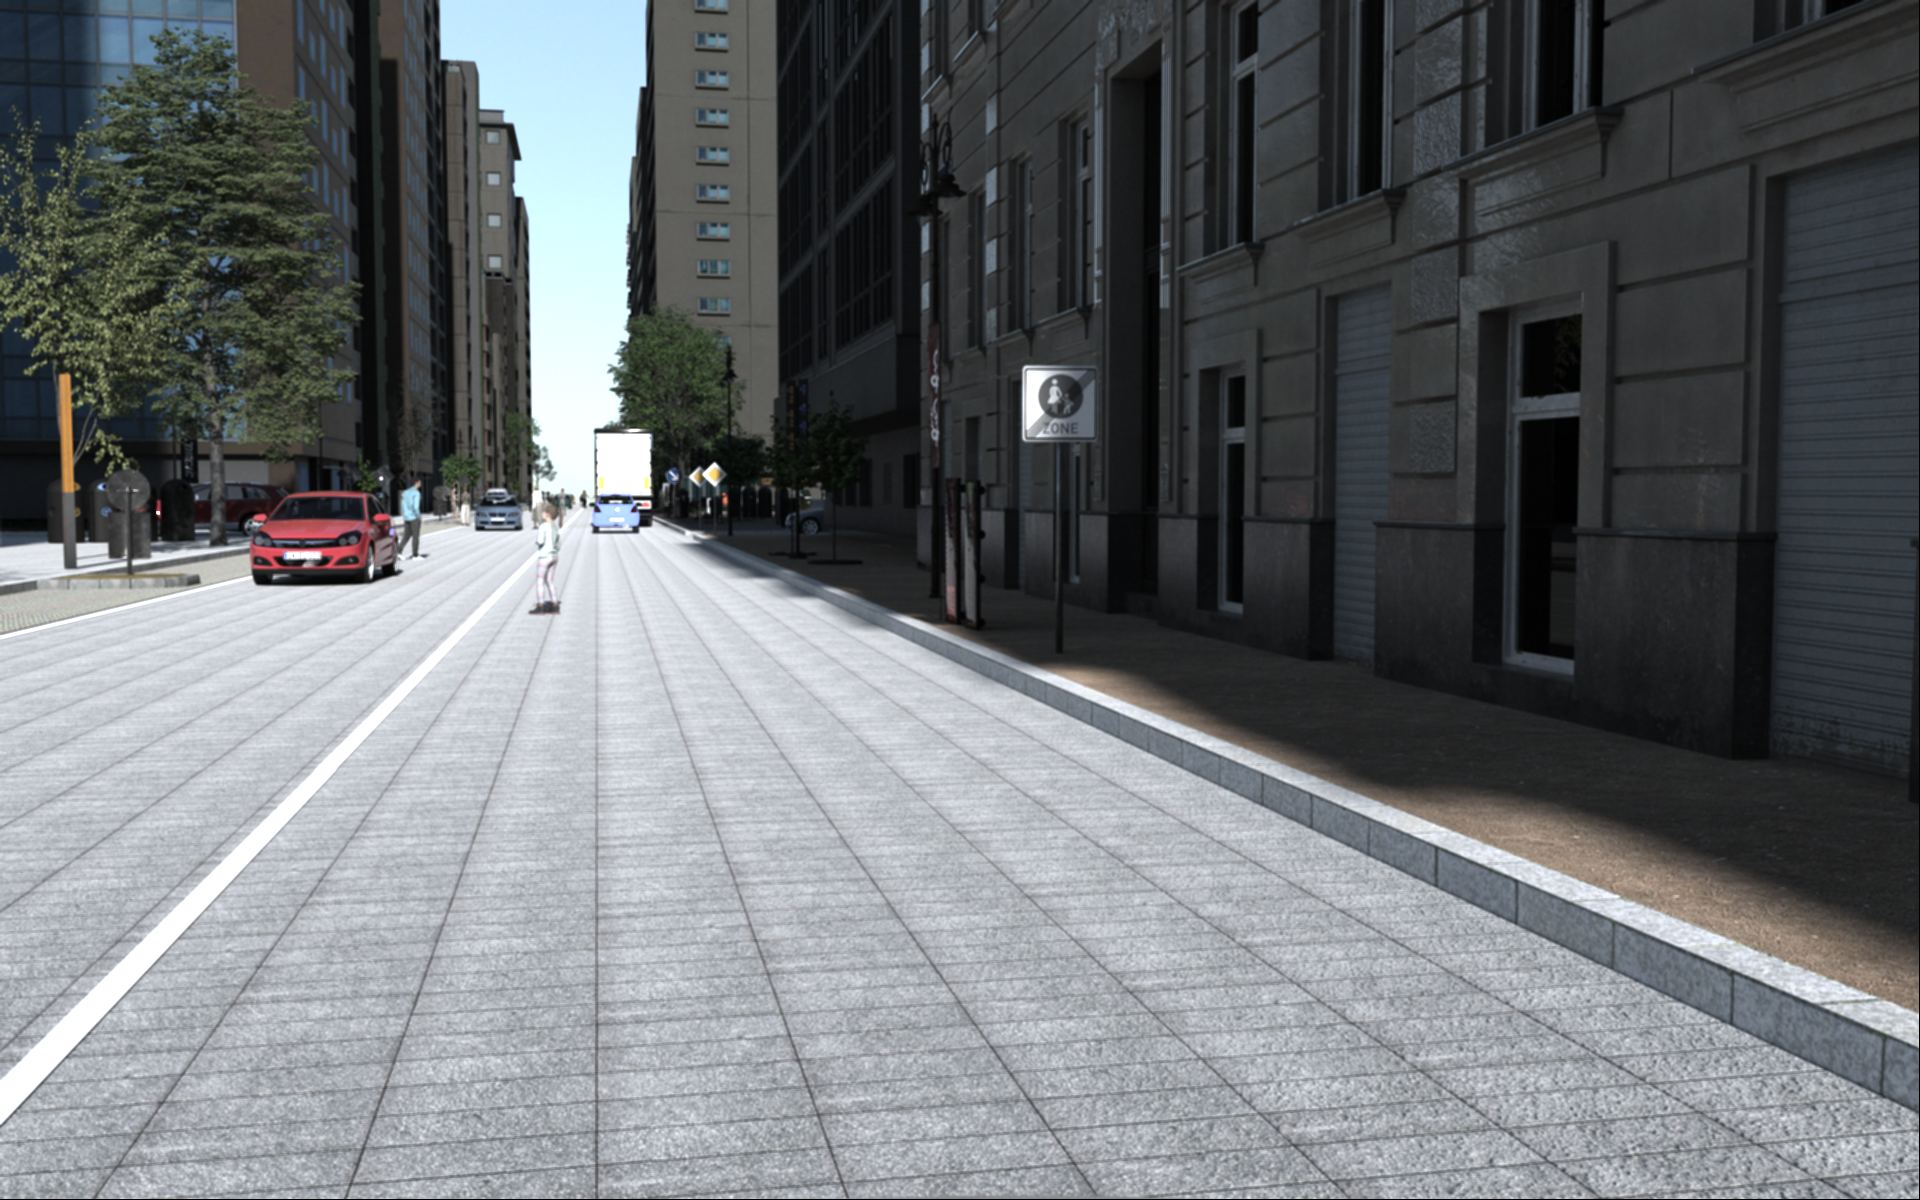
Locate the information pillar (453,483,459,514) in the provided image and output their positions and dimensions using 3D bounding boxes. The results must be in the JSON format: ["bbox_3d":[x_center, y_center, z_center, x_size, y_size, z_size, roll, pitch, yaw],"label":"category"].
[{"bbox_3d":[-32.131,-6.477,110.385,0.304,2.012,0.304,-2,4,-26],"label":"information pillar"}]

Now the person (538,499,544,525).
[{"bbox_3d":[-19.171,-4.154,79.011,0.503,1.515,0.523,-3,4,-39],"label":"person"}]

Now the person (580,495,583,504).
[{"bbox_3d":[-43.514,-11.466,199.209,0.421,1.427,0.697,0,4,3],"label":"person"}]

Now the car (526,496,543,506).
[{"bbox_3d":[-48.790,-11.422,198.754,2.014,1.417,4.499,-1,4,-10],"label":"car"}]

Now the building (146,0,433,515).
[{"bbox_3d":[-41.620,-28.115,109.793,14.600,45.320,14.200,-1,4,-12],"label":"building"}]

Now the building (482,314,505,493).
[{"bbox_3d":[-61.895,-20.370,178.093,27.650,21.520,28.899,-1,4,-12],"label":"building"}]

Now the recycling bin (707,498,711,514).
[{"bbox_3d":[-15.621,-5.965,110.084,0.722,1.027,0.722,1,4,20],"label":"recycling bin"}]

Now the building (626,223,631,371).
[{"bbox_3d":[-42.101,-40.290,278.349,23.786,49.044,30.456,-1,4,-12],"label":"building"}]

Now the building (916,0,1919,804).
[{"bbox_3d":[7.271,-13.502,18.029,12.463,27.353,25.104,-1,4,-12],"label":"building"}]

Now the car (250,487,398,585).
[{"bbox_3d":[-10.540,-1.213,28.878,2.155,1.783,4.494,-1,4,-10],"label":"car"}]

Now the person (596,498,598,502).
[{"bbox_3d":[-26.359,-7.223,126.689,0.616,1.811,0.778,-3,4,-37],"label":"person"}]

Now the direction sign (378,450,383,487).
[{"bbox_3d":[-29.816,-5.943,89.168,0.379,3.537,0.876,0,4,-5],"label":"direction sign"}]

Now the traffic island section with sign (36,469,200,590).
[{"bbox_3d":[-12.968,-1.114,26.849,1.989,1.847,2.006,-1,4,-12],"label":"traffic island section with sign"}]

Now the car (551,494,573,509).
[{"bbox_3d":[-38.773,-9.601,168.775,2.131,1.459,4.920,-1,4,-11],"label":"car"}]

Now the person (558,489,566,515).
[{"bbox_3d":[-26.734,-6.583,116.320,0.511,1.800,0.466,0,4,-3],"label":"person"}]

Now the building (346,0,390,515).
[{"bbox_3d":[-37.561,-19.376,88.503,14.160,30.474,14.107,-1,4,-12],"label":"building"}]

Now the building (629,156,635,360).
[{"bbox_3d":[-34.218,-37.580,238.140,21.300,48.544,21.600,-1,4,-12],"label":"building"}]

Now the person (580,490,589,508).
[{"bbox_3d":[-38.409,-10.317,177.200,1.348,1.823,0.705,2,4,26],"label":"person"}]

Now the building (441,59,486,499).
[{"bbox_3d":[-51.148,-28.989,157.572,14.154,41.232,14.086,-1,4,-12],"label":"building"}]

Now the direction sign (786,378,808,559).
[{"bbox_3d":[-3.226,-2.591,34.357,0.379,3.537,0.876,-2,4,-32],"label":"direction sign"}]

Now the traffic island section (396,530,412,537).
[{"bbox_3d":[-19.776,-2.269,59.382,2.009,0.180,2.903,-1,4,-12],"label":"traffic island section"}]

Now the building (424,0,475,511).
[{"bbox_3d":[-50.393,-42.867,139.125,20.563,71.187,20.611,-1,4,-12],"label":"building"}]

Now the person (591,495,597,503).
[{"bbox_3d":[-33.297,-9.194,158.803,0.705,1.826,1.348,2,4,25],"label":"person"}]

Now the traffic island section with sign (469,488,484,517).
[{"bbox_3d":[-30.030,-6.089,108.181,1.989,1.847,2.006,-1,4,-12],"label":"traffic island section with sign"}]

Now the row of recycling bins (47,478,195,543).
[{"bbox_3d":[-22.335,-2.387,46.142,3.534,1.692,1.069,-2,4,-32],"label":"row of recycling bins"}]

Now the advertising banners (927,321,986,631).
[{"bbox_3d":[-0.064,-1.278,17.087,0.090,3.025,2.074,-1,4,-14],"label":"advertising banners"}]

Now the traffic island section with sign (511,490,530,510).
[{"bbox_3d":[-40.299,-9.087,157.197,1.989,1.847,2.006,-1,4,-12],"label":"traffic island section with sign"}]

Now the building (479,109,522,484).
[{"bbox_3d":[-75.394,-39.737,238.946,28.713,52.752,27.495,-1,4,-12],"label":"building"}]

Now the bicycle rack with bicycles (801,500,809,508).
[{"bbox_3d":[-9.353,-6.126,113.545,2.852,0.926,2.925,0,4,-3],"label":"bicycle rack with bicycles"}]

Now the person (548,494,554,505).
[{"bbox_3d":[-41.171,-9.956,174.505,0.697,1.427,0.421,3,5,41],"label":"person"}]

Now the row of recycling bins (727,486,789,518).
[{"bbox_3d":[-11.011,-5.342,94.456,3.534,1.692,1.069,1,4,12],"label":"row of recycling bins"}]

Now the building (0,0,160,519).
[{"bbox_3d":[-31.874,-25.476,66.646,14.600,45.320,14.200,-1,4,-12],"label":"building"}]

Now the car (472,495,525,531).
[{"bbox_3d":[-18.394,-3.495,69.150,2.014,1.417,4.499,-1,4,-13],"label":"car"}]

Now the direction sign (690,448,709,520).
[{"bbox_3d":[-12.981,-5.722,85.559,0.876,3.537,0.379,3,4,36],"label":"direction sign"}]

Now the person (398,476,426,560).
[{"bbox_3d":[-11.964,-1.781,37.632,0.660,1.820,0.620,3,4,36],"label":"person"}]

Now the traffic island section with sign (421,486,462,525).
[{"bbox_3d":[-24.429,-4.459,81.526,1.989,1.847,2.006,-1,4,-12],"label":"traffic island section with sign"}]

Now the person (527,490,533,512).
[{"bbox_3d":[-34.699,-8.020,140.344,1.217,1.735,0.721,3,5,40],"label":"person"}]

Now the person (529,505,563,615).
[{"bbox_3d":[-4.951,-0.482,20.663,0.394,1.301,0.425,0,4,5],"label":"person"}]

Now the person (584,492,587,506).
[{"bbox_3d":[-44.045,-11.870,203.504,0.436,1.711,0.756,-1,4,-18],"label":"person"}]

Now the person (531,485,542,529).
[{"bbox_3d":[-17.316,-3.809,71.000,0.478,1.798,0.641,-2,4,-29],"label":"person"}]

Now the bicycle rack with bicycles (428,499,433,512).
[{"bbox_3d":[-37.247,-6.667,122.392,2.925,0.926,2.852,-3,5,-42],"label":"bicycle rack with bicycles"}]

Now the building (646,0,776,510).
[{"bbox_3d":[-16.083,-32.253,151.037,21.300,48.544,21.600,-1,4,-12],"label":"building"}]

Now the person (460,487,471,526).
[{"bbox_3d":[-22.371,-4.235,78.293,0.362,1.759,0.519,3,5,43],"label":"person"}]

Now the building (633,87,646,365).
[{"bbox_3d":[-26.115,-35.238,199.845,21.300,48.544,21.600,-1,4,-12],"label":"building"}]

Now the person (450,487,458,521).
[{"bbox_3d":[-24.812,-4.665,85.105,0.374,1.781,0.599,-3,4,-36],"label":"person"}]

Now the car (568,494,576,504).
[{"bbox_3d":[-55.464,-14.388,245.463,2.015,1.641,3.980,-1,4,-12],"label":"car"}]

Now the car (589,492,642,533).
[{"bbox_3d":[-12.802,-3.352,64.397,1.945,1.707,3.694,-1,4,-12],"label":"car"}]

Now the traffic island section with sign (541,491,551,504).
[{"bbox_3d":[-62.671,-15.613,263.901,1.989,1.847,2.006,-1,4,-12],"label":"traffic island section with sign"}]

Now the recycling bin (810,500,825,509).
[{"bbox_3d":[-6.496,-4.117,79.866,0.722,1.027,0.722,-1,4,-15],"label":"recycling bin"}]

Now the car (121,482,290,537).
[{"bbox_3d":[-23.615,-2.811,54.628,5.304,1.827,2.281,-1,4,-10],"label":"car"}]

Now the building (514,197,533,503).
[{"bbox_3d":[-76.927,-39.195,264.533,21.300,48.544,21.600,-1,4,-12],"label":"building"}]

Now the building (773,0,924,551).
[{"bbox_3d":[3.607,-15.216,42.294,14.314,27.812,24.014,-1,4,-12],"label":"building"}]

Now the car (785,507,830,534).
[{"bbox_3d":[-3.751,-2.904,59.477,4.499,1.417,2.014,-1,4,-11],"label":"car"}]

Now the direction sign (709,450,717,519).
[{"bbox_3d":[-12.894,-5.981,89.783,0.876,3.537,0.379,3,4,37],"label":"direction sign"}]

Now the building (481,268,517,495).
[{"bbox_3d":[-64.220,-27.465,220.748,14.160,30.474,14.107,-1,4,-12],"label":"building"}]
